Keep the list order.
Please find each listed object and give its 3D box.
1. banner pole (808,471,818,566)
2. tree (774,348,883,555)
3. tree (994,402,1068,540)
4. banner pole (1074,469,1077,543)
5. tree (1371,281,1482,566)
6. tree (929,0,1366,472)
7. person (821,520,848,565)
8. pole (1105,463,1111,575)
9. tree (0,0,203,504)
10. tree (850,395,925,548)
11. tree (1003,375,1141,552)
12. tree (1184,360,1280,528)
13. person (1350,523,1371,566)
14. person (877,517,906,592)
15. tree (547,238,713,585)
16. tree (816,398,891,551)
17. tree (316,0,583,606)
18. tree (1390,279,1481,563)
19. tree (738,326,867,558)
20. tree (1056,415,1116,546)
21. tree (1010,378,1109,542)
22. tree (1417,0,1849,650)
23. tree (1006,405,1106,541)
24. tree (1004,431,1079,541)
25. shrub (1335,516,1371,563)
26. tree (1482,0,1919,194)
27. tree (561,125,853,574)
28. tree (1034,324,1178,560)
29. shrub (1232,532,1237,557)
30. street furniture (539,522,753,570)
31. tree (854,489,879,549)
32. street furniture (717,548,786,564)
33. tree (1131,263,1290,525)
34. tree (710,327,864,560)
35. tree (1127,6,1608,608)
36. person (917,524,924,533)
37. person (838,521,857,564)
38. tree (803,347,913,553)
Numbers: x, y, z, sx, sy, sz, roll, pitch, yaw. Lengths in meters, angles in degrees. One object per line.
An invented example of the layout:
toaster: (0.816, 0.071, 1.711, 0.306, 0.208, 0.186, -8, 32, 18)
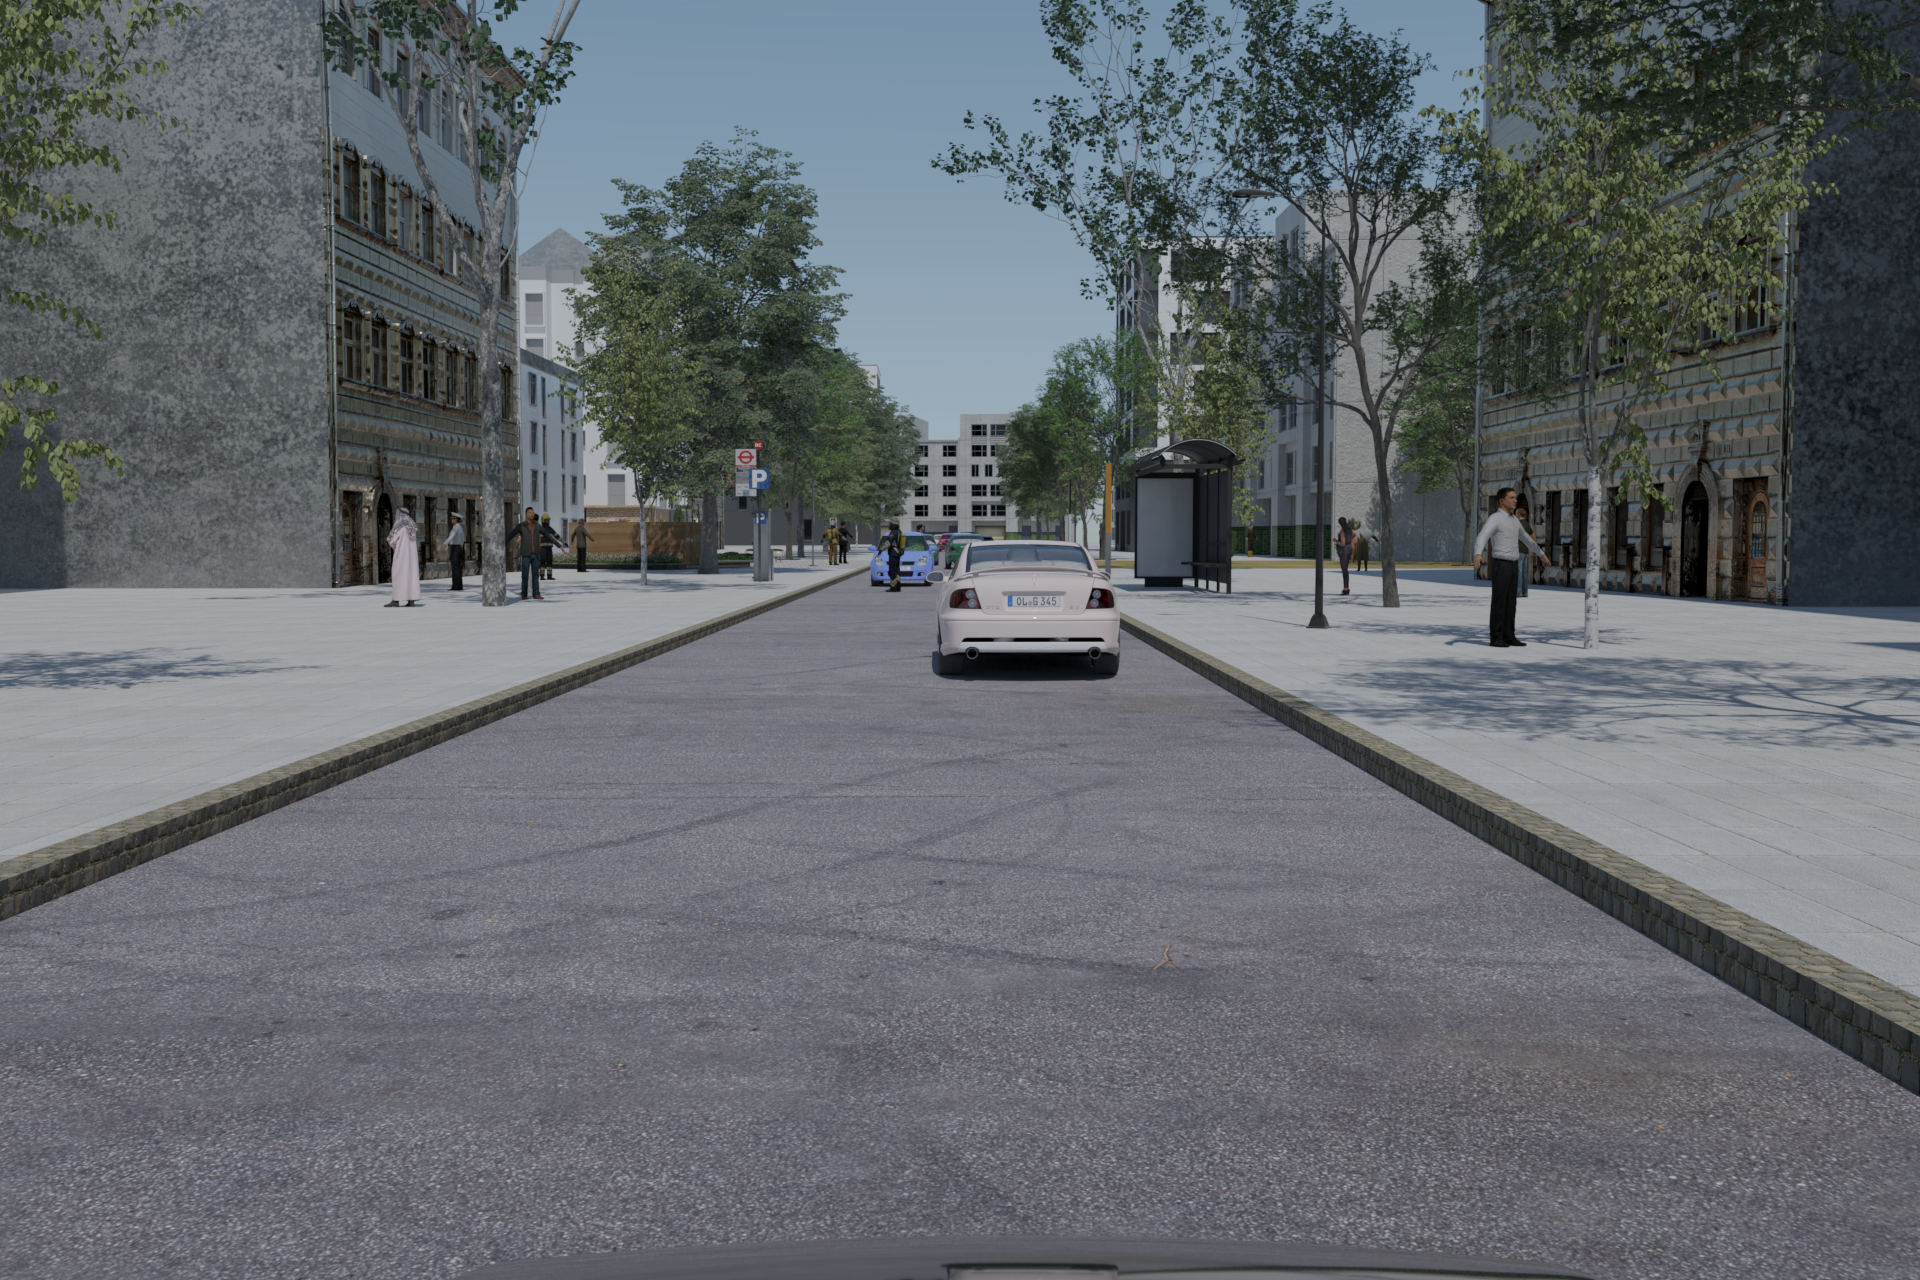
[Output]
banner pole: (-5.873, -4.853, 69.356, 0.401, 3.779, 0.863, 0, 4, 1)
tree: (-8.482, -11.462, 105.536, 7.486, 12.596, 7.792, 0, 3, 0)
tree: (7.628, -15.822, 165.347, 9.857, 13.997, 8.962, 0, 3, 0)
banner pole: (4.436, -4.671, 66.387, 0.401, 3.779, 0.863, 0, 4, -1)
tree: (20.332, -8.777, 69.264, 9.928, 11.665, 9.643, 0, 3, 0)
tree: (5.759, -12.243, 56.069, 12.611, 20.169, 13.585, 0, 3, 0)
person: (-5.190, -3.996, 71.104, 1.354, 1.858, 0.705, 2, 4, 31)
pole: (4.272, -3.428, 49.896, 0.158, 3.312, 0.155, 0, 3, 0)
tree: (-7.970, -3.814, 12.715, 4.737, 8.622, 4.395, 0, 3, 0)
tree: (-7.937, -15.473, 159.642, 9.857, 13.997, 8.962, 0, 3, 0)
tree: (6.747, -9.846, 95.393, 7.601, 10.594, 8.767, 3, 4, 39)
tree: (10.965, -7.486, 72.764, 4.737, 8.622, 4.395, 0, 3, 0)
person: (16.116, -3.901, 70.582, 1.217, 1.733, 0.721, 0, 4, 2)
person: (-1.640, -2.109, 42.716, 0.705, 1.856, 1.354, 2, 4, 24)
tree: (-7.988, -5.669, 43.049, 4.737, 8.622, 4.395, 0, 3, 0)
tree: (-8.985, -13.114, 132.544, 7.486, 12.596, 7.792, 0, 3, 0)
tree: (-9.757, -10.652, 30.044, 12.611, 20.169, 13.585, 0, 3, 0)
tree: (23.026, -9.749, 77.517, 7.486, 12.596, 7.792, 0, 3, 0)
tree: (-9.050, -10.735, 93.636, 7.486, 12.596, 7.792, 0, 3, 0)
tree: (7.617, -9.512, 105.876, 4.737, 8.622, 4.395, 0, 3, 0)
tree: (7.329, -12.668, 125.247, 7.486, 12.596, 7.792, 0, 3, 0)
tree: (7.251, -4.194, 18.940, 4.737, 8.622, 4.395, 0, 3, 0)
tree: (6.556, -11.121, 116.239, 7.601, 10.594, 8.767, 0, 4, -6)
tree: (7.179, -12.957, 146.257, 7.601, 10.594, 8.767, 0, 4, -1)
shrub: (17.661, -4.516, 77.877, 1.661, 2.075, 1.752, 0, 3, 0)
tree: (6.572, -4.613, 9.829, 7.601, 10.594, 8.767, 1, 4, 23)
tree: (-8.153, -9.105, 55.530, 9.857, 13.997, 8.962, 0, 3, 0)
tree: (7.270, -9.750, 85.164, 9.928, 11.665, 9.643, 0, 3, 0)
shrub: (11.806, -4.547, 78.761, 1.690, 2.028, 1.600, 0, 3, 0)
street furniture: (-13.180, -3.598, 65.682, 9.812, 1.723, 11.010, 1, 4, 23)
tree: (-8.579, -12.004, 146.624, 4.737, 8.622, 4.395, 0, 3, 0)
street furniture: (-12.750, -3.816, 78.013, 10.072, 0.657, 5.734, 1, 4, 22)
tree: (6.909, -5.853, 46.065, 4.737, 8.622, 4.395, 0, 3, 0)
tree: (-8.521, -9.740, 85.003, 9.928, 11.665, 9.643, 0, 3, 0)
tree: (7.453, -5.865, 30.301, 8.767, 10.594, 7.601, -1, 4, -19)
person: (-1.491, -3.549, 66.669, 0.705, 1.806, 1.347, 0, 4, -1)
person: (-5.053, -4.222, 74.967, 1.347, 1.837, 0.705, 2, 4, 31)
tree: (-7.809, -12.883, 117.291, 9.857, 13.997, 8.962, 0, 3, 0)
